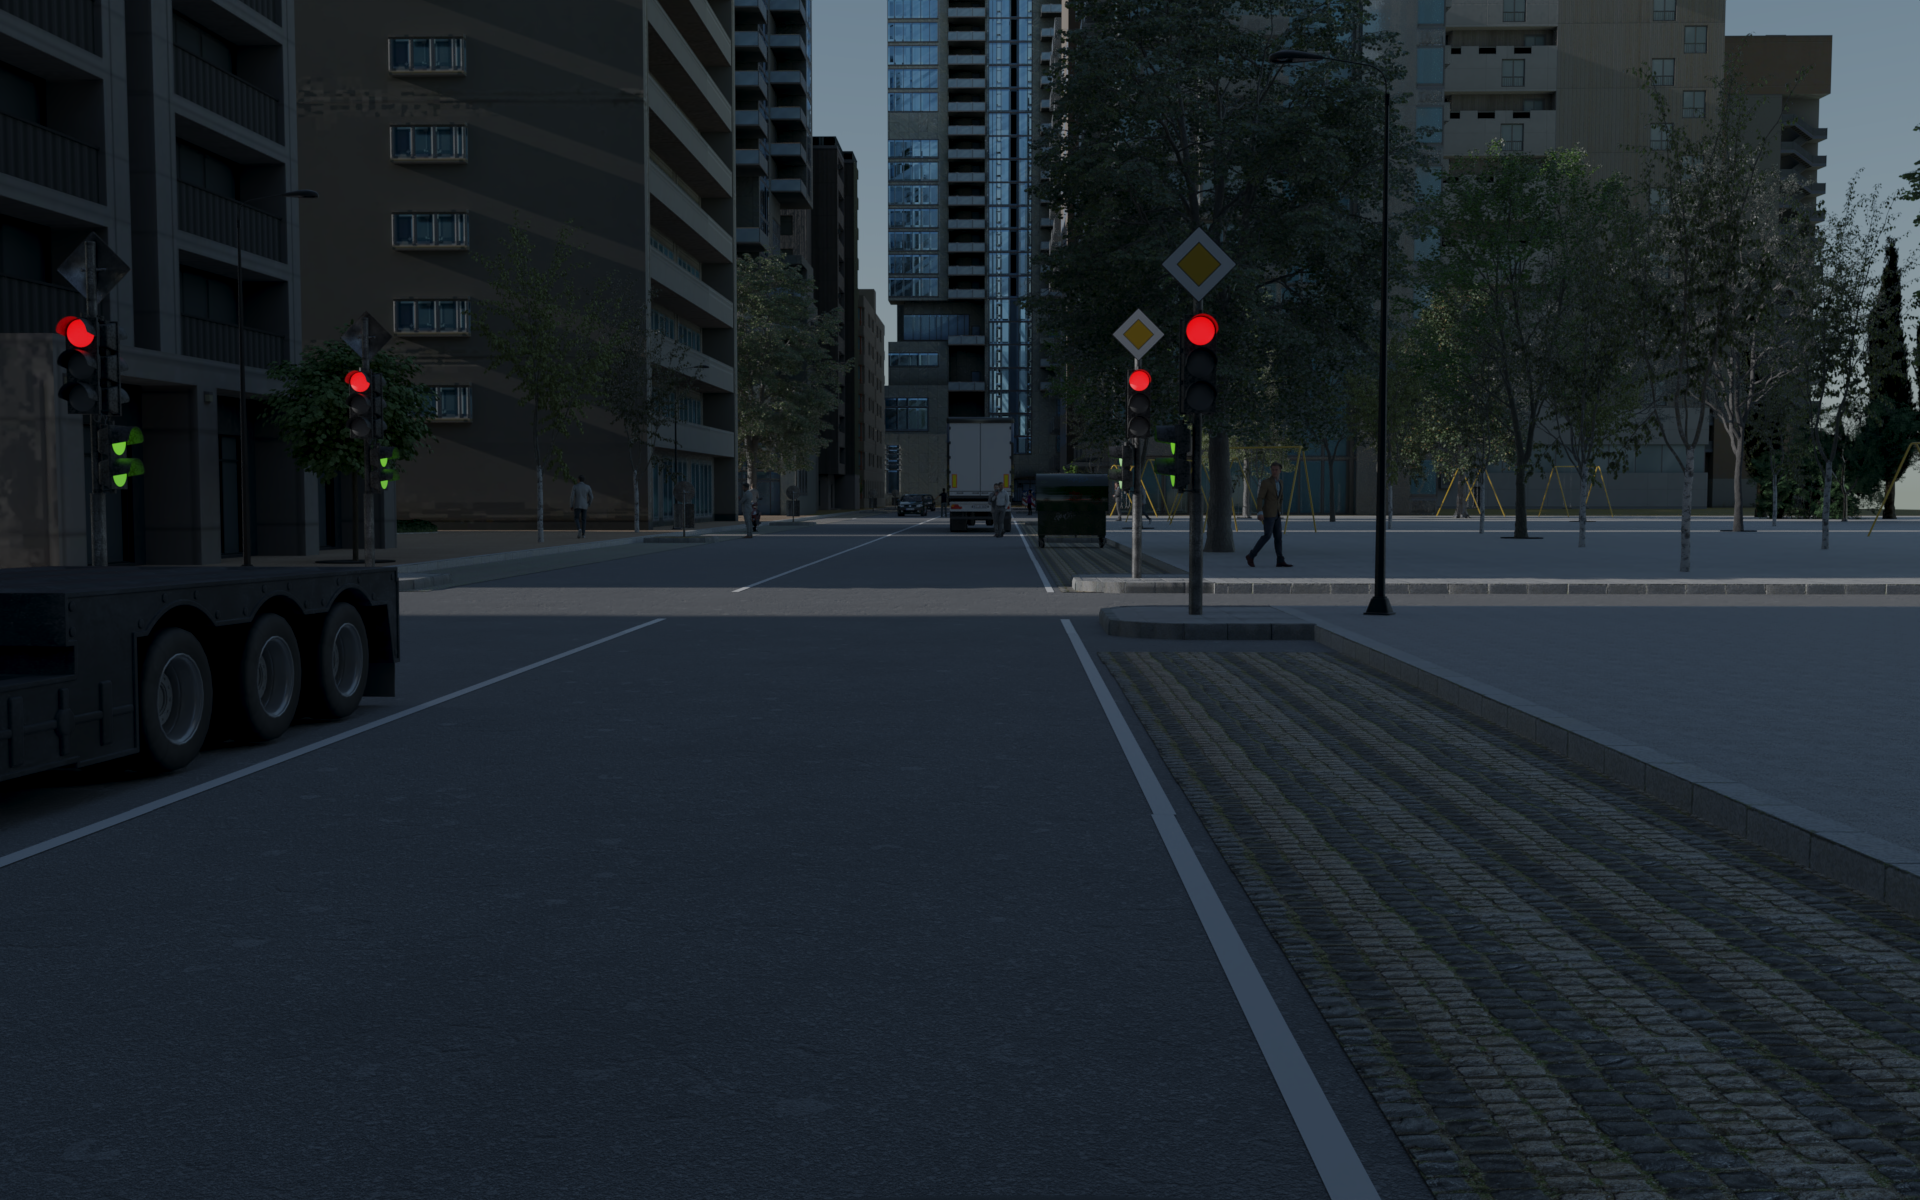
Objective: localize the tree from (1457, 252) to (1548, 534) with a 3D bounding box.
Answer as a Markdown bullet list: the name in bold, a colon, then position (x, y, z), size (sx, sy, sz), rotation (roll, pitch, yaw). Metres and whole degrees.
- **tree**: position (14.953, -5.591, 41.774), size (4.360, 8.622, 3.978), rotation (0, 3, 0)

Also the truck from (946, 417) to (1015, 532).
- **truck**: position (0.830, -4.881, 68.718), size (2.839, 4.237, 11.283), rotation (0, 4, 1)

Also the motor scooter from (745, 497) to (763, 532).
- **motor scooter**: position (-7.796, -3.200, 65.103), size (0.815, 1.314, 1.986), rotation (0, 4, 1)

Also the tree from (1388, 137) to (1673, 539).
- **tree**: position (16.203, -7.571, 49.547), size (9.928, 11.665, 9.643), rotation (0, 3, 0)

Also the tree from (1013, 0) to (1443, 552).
- **tree**: position (5.696, -8.029, 37.936), size (9.857, 13.997, 8.962), rotation (0, 3, 0)

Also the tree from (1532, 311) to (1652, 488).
- **tree**: position (24.467, -7.147, 67.210), size (4.737, 8.622, 4.395), rotation (0, 3, 0)

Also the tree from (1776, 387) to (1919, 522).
- **tree**: position (47.608, -6.926, 76.140), size (20.602, 7.101, 11.467), rotation (1, 4, 15)

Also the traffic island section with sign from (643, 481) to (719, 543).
- **traffic island section with sign**: position (-8.206, -2.611, 51.311), size (1.989, 1.847, 2.006), rotation (0, 4, 1)

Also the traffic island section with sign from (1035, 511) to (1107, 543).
- **traffic island section with sign**: position (3.308, -2.613, 51.351), size (1.989, 1.847, 2.006), rotation (0, 4, 1)

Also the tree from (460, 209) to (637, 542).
- **tree**: position (-10.894, -5.834, 45.742), size (4.737, 8.622, 4.395), rotation (0, 3, 0)

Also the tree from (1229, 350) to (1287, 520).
- **tree**: position (15.041, -8.370, 87.217), size (4.360, 8.622, 3.978), rotation (0, 3, 0)

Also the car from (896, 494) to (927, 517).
- **car**: position (-3.062, -6.231, 111.667), size (2.009, 1.686, 4.222), rotation (0, 4, 3)

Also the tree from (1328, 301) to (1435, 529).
- **tree**: position (15.623, -6.924, 63.574), size (4.737, 8.622, 4.395), rotation (0, 3, 0)

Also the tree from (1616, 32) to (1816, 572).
- **tree**: position (12.093, -4.788, 28.650), size (4.360, 8.622, 3.978), rotation (0, 3, 0)

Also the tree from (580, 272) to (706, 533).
- **tree**: position (-10.666, -6.542, 57.327), size (4.360, 8.622, 3.978), rotation (0, 3, 0)

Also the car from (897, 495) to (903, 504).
- **car**: position (-3.905, -7.538, 135.255), size (2.014, 1.417, 4.499), rotation (0, 4, 0)

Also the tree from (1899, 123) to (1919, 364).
- **tree**: position (21.325, -6.955, 31.834), size (7.486, 12.596, 7.792), rotation (0, 3, 0)

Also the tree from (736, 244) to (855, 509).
- **tree**: position (-10.498, -11.094, 88.042), size (9.857, 13.997, 8.962), rotation (0, 3, 0)

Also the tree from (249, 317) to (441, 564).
- **tree**: position (-11.420, -2.974, 32.334), size (4.285, 4.588, 4.351), rotation (0, 3, 0)

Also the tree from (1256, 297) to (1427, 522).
- **tree**: position (17.312, -8.892, 79.798), size (8.767, 10.594, 7.601), rotation (1, 4, 21)

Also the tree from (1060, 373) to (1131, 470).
- **tree**: position (6.845, -8.338, 86.689), size (4.360, 8.622, 3.978), rotation (0, 3, 0)

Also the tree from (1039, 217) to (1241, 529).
- **tree**: position (6.669, -8.440, 63.752), size (9.928, 11.665, 9.643), rotation (0, 3, 0)

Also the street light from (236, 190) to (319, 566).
- **street light**: position (-10.483, -3.306, 26.596), size (1.470, 5.913, 1.316), rotation (0, 4, 1)

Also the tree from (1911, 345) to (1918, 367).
- **tree**: position (28.182, -6.686, 43.733), size (7.601, 10.594, 8.767), rotation (1, 4, 14)

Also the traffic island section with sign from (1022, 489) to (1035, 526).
- **traffic island section with sign**: position (3.959, -4.303, 78.985), size (1.989, 1.847, 2.006), rotation (0, 4, 1)

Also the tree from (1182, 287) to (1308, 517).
- **tree**: position (15.313, -10.802, 94.747), size (7.486, 12.596, 7.792), rotation (0, 3, 0)

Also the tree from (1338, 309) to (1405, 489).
- **tree**: position (16.796, -7.206, 68.184), size (4.360, 8.622, 3.978), rotation (0, 3, 0)

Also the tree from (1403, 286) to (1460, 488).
- **tree**: position (16.728, -6.467, 56.090), size (4.360, 8.622, 3.978), rotation (0, 3, 0)

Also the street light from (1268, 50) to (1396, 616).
- **street light**: position (3.930, -2.798, 18.296), size (1.470, 5.913, 1.316), rotation (0, 4, 1)

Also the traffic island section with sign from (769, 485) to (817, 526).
- **traffic island section with sign**: position (-7.570, -4.290, 78.771), size (1.989, 1.847, 2.006), rotation (0, 4, 1)

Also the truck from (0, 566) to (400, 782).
- **truck**: position (-5.516, -0.772, 2.375), size (2.967, 4.110, 18.799), rotation (0, 4, 3)

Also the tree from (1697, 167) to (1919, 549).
- **tree**: position (20.351, -5.497, 40.235), size (4.360, 8.622, 3.978), rotation (0, 3, 0)

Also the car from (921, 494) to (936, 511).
- **car**: position (-2.982, -8.225, 144.260), size (2.009, 1.686, 4.222), rotation (0, 4, 3)

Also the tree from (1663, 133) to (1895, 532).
- **tree**: position (26.536, -9.085, 58.912), size (12.009, 13.543, 11.850), rotation (0, 3, 0)

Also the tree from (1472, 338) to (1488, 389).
- **tree**: position (28.620, -10.345, 79.505), size (12.009, 13.543, 11.850), rotation (0, 3, 0)

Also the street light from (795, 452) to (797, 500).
- **street light**: position (-8.771, -7.688, 98.233), size (1.470, 5.913, 1.316), rotation (0, 4, 1)

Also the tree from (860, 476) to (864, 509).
- **tree**: position (-8.772, -9.478, 149.560), size (1.663, 3.219, 1.824), rotation (0, 3, 0)

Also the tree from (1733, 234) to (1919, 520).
- **tree**: position (49.164, -11.625, 91.895), size (18.604, 14.587, 13.155), rotation (-1, 4, -14)

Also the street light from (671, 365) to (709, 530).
- **street light**: position (-9.709, -5.498, 62.440), size (1.470, 5.913, 1.316), rotation (0, 4, 1)

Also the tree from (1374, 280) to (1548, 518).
- **tree**: position (26.499, -10.666, 91.400), size (9.611, 12.733, 9.660), rotation (0, 3, 0)
